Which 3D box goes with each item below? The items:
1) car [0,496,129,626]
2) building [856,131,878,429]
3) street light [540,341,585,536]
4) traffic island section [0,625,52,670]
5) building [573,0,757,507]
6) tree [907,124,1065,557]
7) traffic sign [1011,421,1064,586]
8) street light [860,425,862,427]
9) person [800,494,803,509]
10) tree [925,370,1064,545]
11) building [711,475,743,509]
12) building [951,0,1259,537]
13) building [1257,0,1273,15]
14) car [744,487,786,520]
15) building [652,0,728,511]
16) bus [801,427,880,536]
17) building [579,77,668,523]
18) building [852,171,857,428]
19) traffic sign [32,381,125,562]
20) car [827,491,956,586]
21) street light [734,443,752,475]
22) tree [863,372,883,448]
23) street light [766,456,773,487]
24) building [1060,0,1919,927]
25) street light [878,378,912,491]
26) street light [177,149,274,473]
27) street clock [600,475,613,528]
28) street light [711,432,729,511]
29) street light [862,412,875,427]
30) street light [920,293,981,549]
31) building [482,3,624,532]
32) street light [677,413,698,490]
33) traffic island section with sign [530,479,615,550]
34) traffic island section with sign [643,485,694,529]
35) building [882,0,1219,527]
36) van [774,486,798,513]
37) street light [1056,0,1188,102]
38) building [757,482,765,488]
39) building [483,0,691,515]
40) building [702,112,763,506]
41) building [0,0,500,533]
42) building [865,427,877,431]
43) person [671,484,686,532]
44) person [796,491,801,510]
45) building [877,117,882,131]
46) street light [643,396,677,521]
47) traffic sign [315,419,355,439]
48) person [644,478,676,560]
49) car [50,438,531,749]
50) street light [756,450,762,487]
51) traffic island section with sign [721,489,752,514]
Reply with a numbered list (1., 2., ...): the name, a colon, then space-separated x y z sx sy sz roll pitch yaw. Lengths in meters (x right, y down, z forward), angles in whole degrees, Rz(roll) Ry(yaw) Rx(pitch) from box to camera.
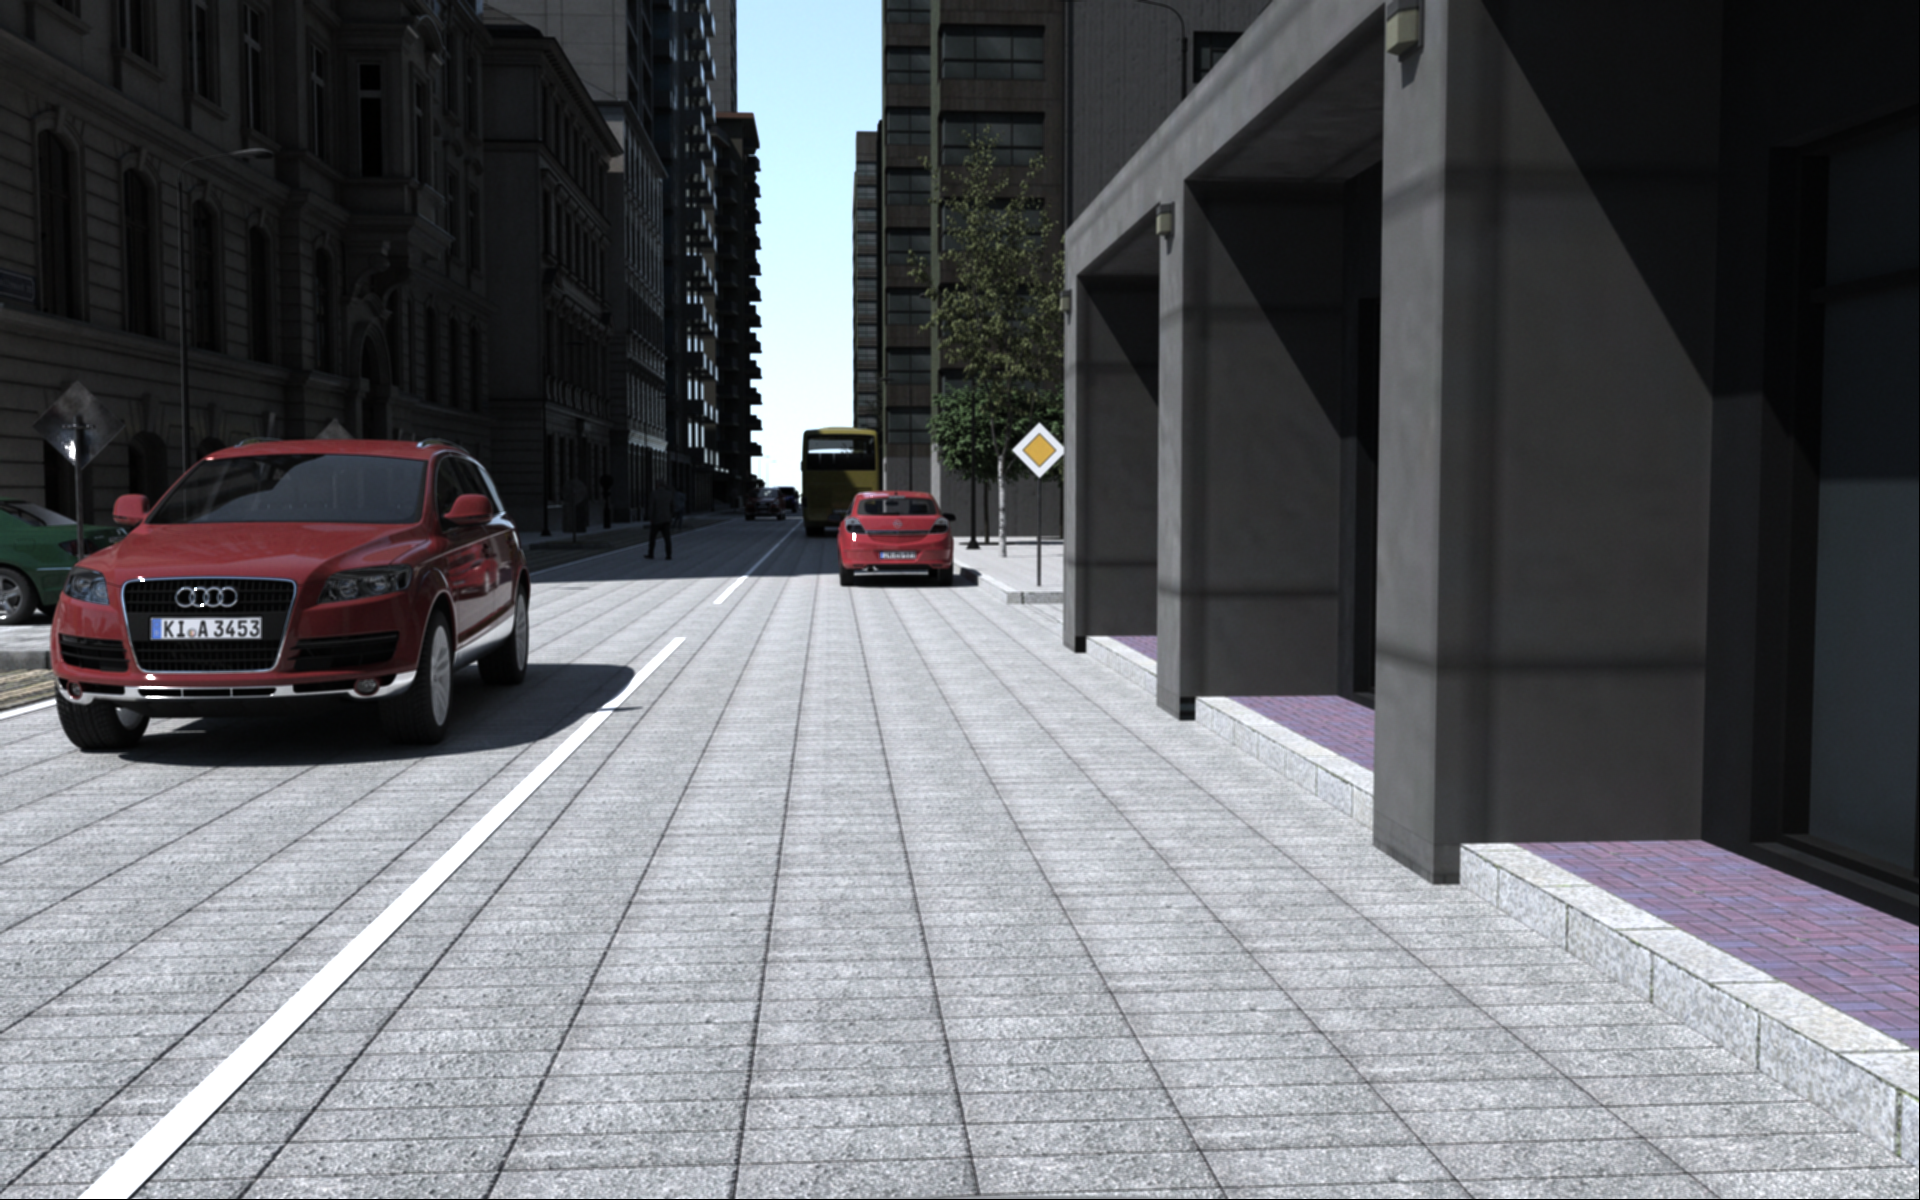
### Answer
1. car: -11.876 -0.471 19.506 4.920 1.459 2.131 0 4 -6
2. building: -4.898 -31.499 198.607 14.154 41.232 14.086 0 4 -4
3. street light: -12.101 -4.905 52.742 1.470 5.913 1.316 0 4 -4
4. traffic island section: -7.846 0.417 15.460 2.009 0.180 2.903 0 4 -4
5. building: -36.266 -47.719 218.461 20.563 71.187 20.611 0 4 -4
6. tree: 0.899 -5.159 34.708 4.737 8.622 4.395 0 3 0
7. traffic sign: 1.098 -1.248 24.055 0.795 2.450 0.064 0 4 -4
8. street light: -5.997 -8.813 116.631 1.470 5.913 1.316 0 4 -4
9. person: -14.908 -9.468 164.121 1.217 1.723 0.721 1 4 16
10. tree: 0.757 -3.698 44.176 4.285 4.588 4.351 0 3 0
11. building: -36.782 -28.624 159.885 32.217 40.220 23.993 0 4 -4
12. building: 5.897 -17.527 58.264 14.160 30.474 14.107 0 4 -4
13. building: 20.962 -25.312 33.468 30.456 49.044 23.786 0 4 -4
14. car: -10.745 -5.330 95.817 2.281 1.827 5.304 0 4 -3
15. building: -30.383 -31.380 132.664 23.786 49.044 30.456 0 4 -4
16. bus: -4.351 -4.333 62.393 2.896 3.916 12.252 0 4 -5
17. building: -20.058 -14.437 85.189 9.793 20.994 18.267 0 4 -4
18. building: -4.508 -38.157 247.562 21.300 48.544 21.600 0 4 -4
19. traffic sign: -7.823 -0.719 15.400 0.795 2.450 0.064 0 4 -4
20. car: -1.106 -1.192 28.531 2.155 1.783 4.494 0 4 -4
21. street light: -20.092 -11.385 158.685 1.470 5.913 1.316 0 4 -4
22. tree: -2.988 -8.861 95.236 4.360 8.622 3.978 0 3 0
23. street light: -24.114 -14.716 213.146 1.470 5.913 1.316 0 4 -4
24. building: 11.921 -34.648 4.746 20.563 71.187 20.611 0 4 -4
25. street light: -2.516 -5.921 69.357 1.470 5.913 1.316 0 4 -4
26. street light: -9.936 -3.113 23.435 1.470 5.913 1.316 0 4 -4
27. street clock: -13.187 -3.675 64.653 0.471 2.002 0.358 2 4 26
28. street light: -17.850 -9.551 128.701 1.470 5.913 1.316 0 4 -4
29. street light: -4.702 -7.710 98.605 1.470 5.913 1.316 0 4 -4
30. street light: -0.230 -4.133 40.116 1.470 5.913 1.316 0 4 -4
31. building: -19.300 -12.348 66.510 10.561 19.102 19.286 0 4 -4
32. street light: -15.738 -7.762 99.447 1.470 5.913 1.316 0 4 -4
33. traffic island section with sign: -10.087 -2.241 45.263 1.989 1.847 2.006 0 4 -4
34. traffic island section with sign: -12.118 -3.885 72.142 1.989 1.847 2.006 0 4 -4
35. building: 3.337 -18.891 80.572 14.160 30.474 14.107 0 4 -4
36. van: -13.627 -7.926 133.972 2.240 2.365 5.245 0 4 -3
37. street light: 1.520 -2.660 16.029 1.470 5.913 1.316 0 4 -4
38. building: -43.825 -33.711 243.053 32.217 40.220 23.993 0 4 -4
39. building: -27.481 -40.857 106.271 20.563 71.187 20.611 0 4 -4
40. building: -33.650 -33.017 194.460 22.147 44.769 28.867 0 4 -4
41. building: -19.210 -13.446 38.934 14.460 24.649 34.723 0 4 -4
42. building: 2.601 -51.735 158.531 22.319 86.520 31.000 0 4 -4
43. person: -10.622 -3.460 65.329 0.793 1.790 0.793 1 4 13
44. person: -14.932 -9.135 158.525 0.621 1.740 0.551 1 4 12
45. building: -0.774 -36.809 221.437 23.786 49.044 30.456 0 4 -4
46. street light: -14.324 -6.694 81.987 1.470 5.913 1.316 0 4 -4
47. traffic sign: -8.421 -1.206 23.363 0.795 2.450 0.064 0 4 -4
48. person: -6.603 -1.780 37.999 0.661 1.777 0.834 -3 5 -44
49. car: -4.154 -0.173 11.499 2.281 1.827 5.304 0 4 -6
50. street light: -21.796 -12.892 183.319 1.470 5.913 1.316 0 4 -4
51. traffic island section with sign: -15.957 -7.008 123.202 1.989 1.847 2.006 0 4 -4
